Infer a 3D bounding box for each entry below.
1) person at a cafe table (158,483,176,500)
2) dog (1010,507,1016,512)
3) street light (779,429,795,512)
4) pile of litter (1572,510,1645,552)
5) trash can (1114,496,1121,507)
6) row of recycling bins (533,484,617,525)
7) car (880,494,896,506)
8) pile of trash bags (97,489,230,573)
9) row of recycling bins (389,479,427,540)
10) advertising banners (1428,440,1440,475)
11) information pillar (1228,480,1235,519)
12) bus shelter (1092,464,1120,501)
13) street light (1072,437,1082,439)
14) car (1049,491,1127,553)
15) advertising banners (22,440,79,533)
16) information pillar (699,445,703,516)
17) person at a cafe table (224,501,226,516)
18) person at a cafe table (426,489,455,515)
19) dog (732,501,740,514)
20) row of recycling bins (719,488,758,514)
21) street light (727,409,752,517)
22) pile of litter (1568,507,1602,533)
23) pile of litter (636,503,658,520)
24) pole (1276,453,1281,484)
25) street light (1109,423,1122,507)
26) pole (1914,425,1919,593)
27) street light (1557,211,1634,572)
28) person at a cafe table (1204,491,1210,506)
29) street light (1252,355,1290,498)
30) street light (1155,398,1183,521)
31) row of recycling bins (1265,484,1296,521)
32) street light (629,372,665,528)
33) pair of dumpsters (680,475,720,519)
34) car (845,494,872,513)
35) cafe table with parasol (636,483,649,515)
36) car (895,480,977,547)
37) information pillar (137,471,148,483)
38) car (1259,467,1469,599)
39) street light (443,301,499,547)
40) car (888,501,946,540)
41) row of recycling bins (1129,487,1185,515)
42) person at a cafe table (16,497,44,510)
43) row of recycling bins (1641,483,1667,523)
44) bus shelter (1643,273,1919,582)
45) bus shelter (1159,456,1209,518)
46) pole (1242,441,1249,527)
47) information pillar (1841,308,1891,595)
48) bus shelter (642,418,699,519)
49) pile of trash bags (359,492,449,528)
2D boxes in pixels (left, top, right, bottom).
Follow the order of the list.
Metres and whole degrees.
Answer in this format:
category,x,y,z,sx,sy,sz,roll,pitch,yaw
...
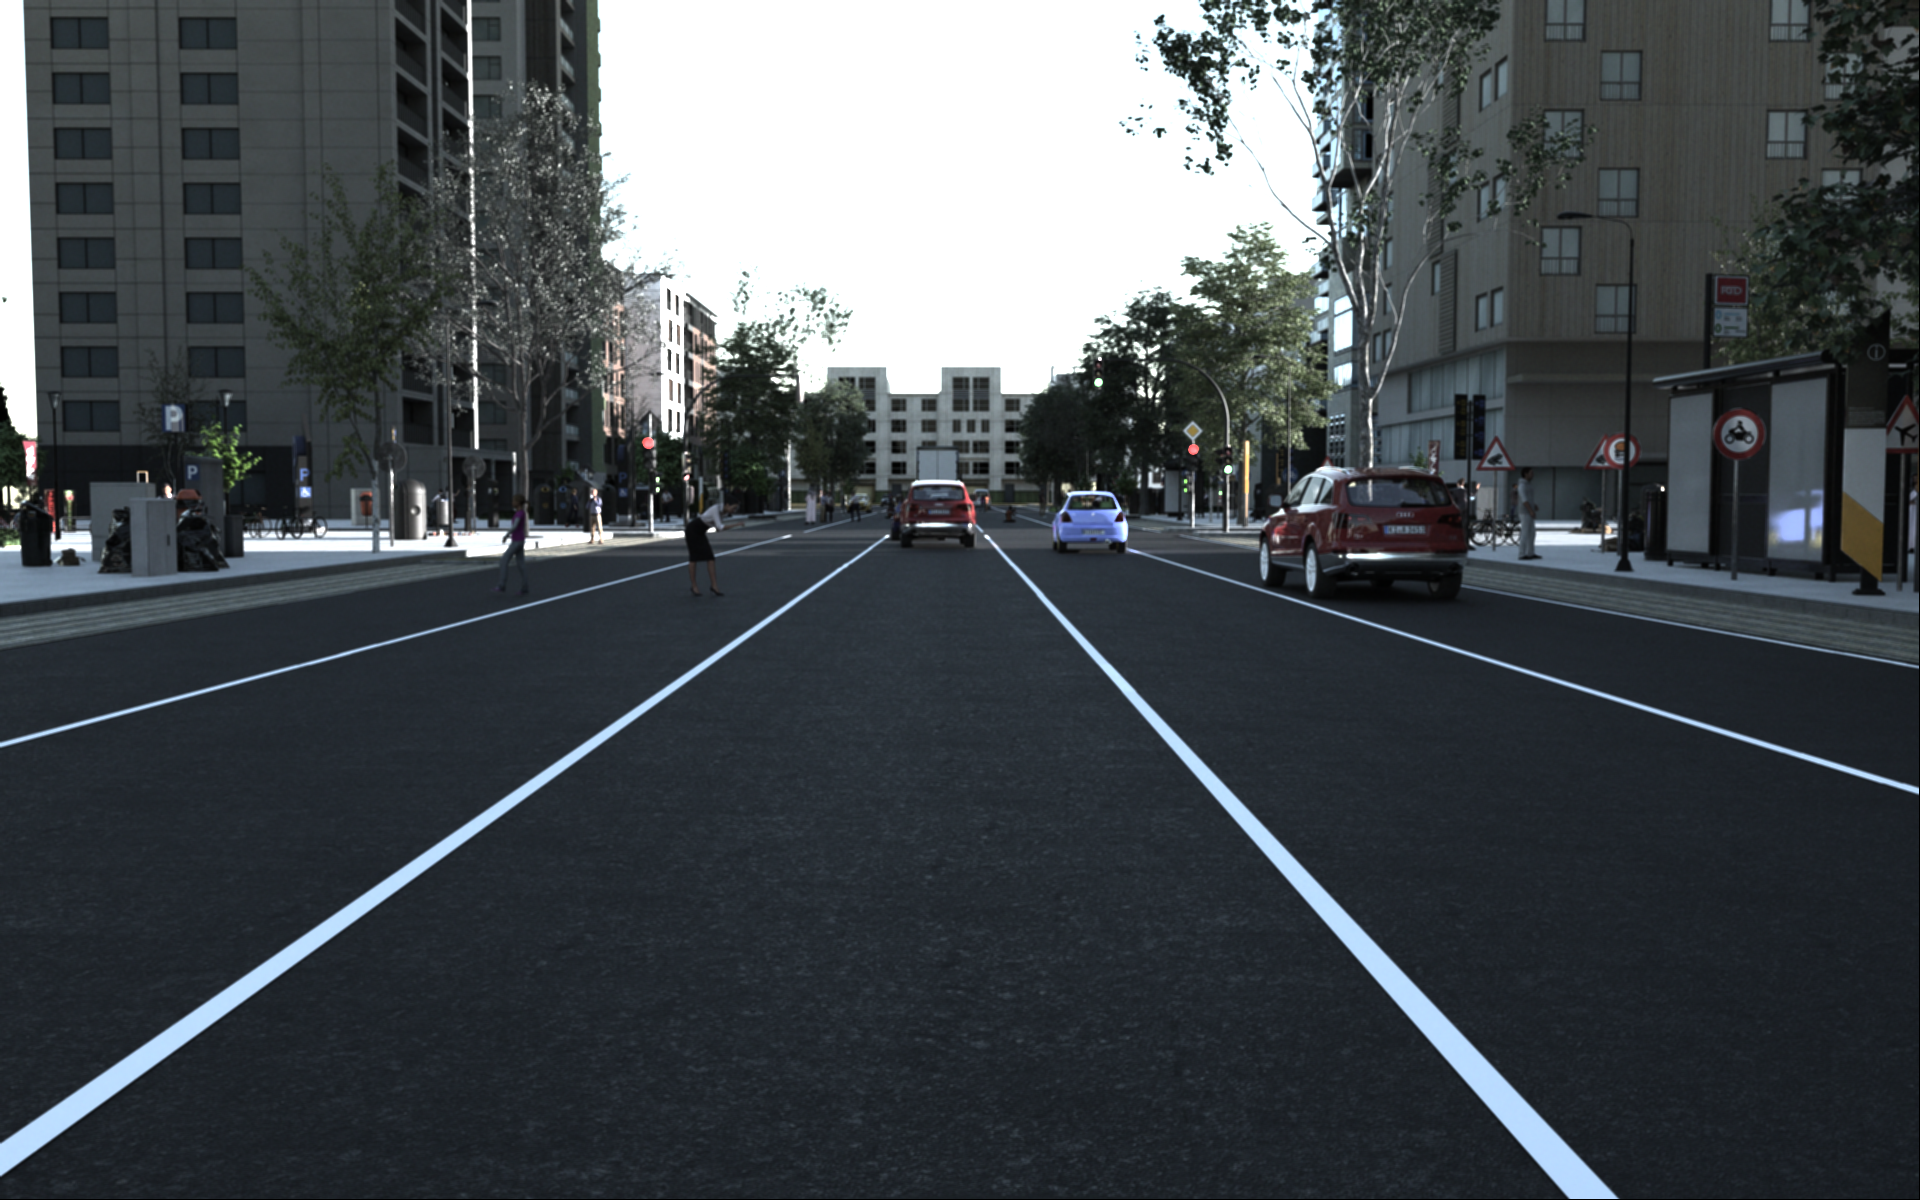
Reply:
category,x,y,z,sx,sy,sz,roll,pitch,yaw
person at a cafe table,-17.914,-1.864,38.985,1.698,1.524,1.622,-1,4,-16
dog,4.223,-7.174,137.483,0.550,0.427,0.748,-2,4,-27
street light,-12.311,-9.263,123.994,1.470,5.913,1.316,0,4,0
pile of litter,14.882,-1.520,38.810,1.719,0.858,1.176,-1,4,-11
trash can,11.088,-6.770,122.345,0.748,1.137,0.748,0,3,0
row of recycling bins,-16.010,-3.972,72.047,3.534,1.692,1.069,0,4,4
car,-8.319,-11.706,201.181,2.009,1.686,4.222,0,4,-2
pile of trash bags,-13.532,-1.223,29.748,1.912,1.369,3.447,-1,4,-14
row of recycling bins,-15.878,-2.616,49.891,1.069,1.692,3.534,-1,4,-21
advertising banners,15.022,-3.721,57.021,0.090,3.025,2.074,-2,4,-30
information pillar,14.193,-5.267,90.600,0.304,2.012,0.304,3,4,38
bus shelter,11.592,-8.938,137.424,1.731,3.624,6.357,0,4,0
street light,9.827,-10.328,141.399,1.470,5.913,1.316,0,4,0
car,3.213,-2.068,43.400,1.945,1.707,3.694,0,3,0
advertising banners,-30.141,-3.744,57.404,0.090,3.025,2.074,1,4,21
information pillar,-12.429,-5.608,83.047,0.183,3.616,0.504,-1,4,-21
person at a cafe table,-23.806,-2.805,54.384,1.698,1.524,1.622,3,4,36
person at a cafe table,-24.023,-4.345,79.558,1.622,1.524,1.698,3,5,40
dog,-14.264,-5.806,109.306,0.800,0.831,0.513,0,4,-6
row of recycling bins,-14.763,-6.372,111.295,3.534,1.692,1.069,-2,4,-26
street light,-12.113,-7.491,95.011,1.470,5.913,1.316,0,4,0
pile of litter,20.709,-2.594,56.374,1.176,0.858,1.719,-2,4,-33
pile of litter,-15.633,-4.344,84.982,1.719,0.858,1.176,-1,4,-22
pole,15.805,-5.636,85.996,0.158,3.312,0.155,0,3,0
street light,9.964,-8.562,112.524,1.470,5.913,1.316,0,4,0
pole,12.561,-1.753,22.512,0.158,3.312,0.155,0,3,0
street light,10.507,-3.431,28.632,1.470,5.913,1.316,0,4,0
person at a cafe table,17.409,-7.151,125.431,1.622,1.524,1.698,-1,4,-15
street light,10.446,-5.223,57.938,1.470,5.913,1.316,0,4,0
street light,10.099,-6.796,83.650,1.470,5.913,1.316,0,4,0
row of recycling bins,13.271,-3.794,69.144,1.069,1.692,3.534,-1,4,-19
street light,-11.930,-5.720,66.064,1.470,5.913,1.316,0,4,0
pair of dumpsters,-13.374,-5.282,88.849,1.574,2.255,4.437,0,4,0
car,-7.674,-7.450,132.028,2.015,1.641,3.980,0,4,1
cafe table with parasol,-18.845,-5.939,101.970,2.610,1.966,2.610,2,4,34
car,-0.649,-2.409,48.060,2.281,1.827,5.304,0,4,-2
information pillar,-26.510,-3.163,56.205,0.304,2.012,0.304,-2,4,-24
car,5.772,-1.017,25.297,2.281,1.827,5.304,0,4,-2
street light,-11.779,-4.233,41.759,1.470,5.913,1.316,0,4,0
car,-1.316,-2.594,54.986,1.945,1.354,3.894,0,4,-2
row of recycling bins,12.336,-6.194,108.384,3.534,1.692,1.069,-1,4,-9
person at a cafe table,-45.503,-4.715,85.602,1.698,1.524,1.622,3,5,44
row of recycling bins,28.031,-3.709,67.751,3.534,1.692,1.069,-2,4,-26
bus shelter,13.421,-3.160,29.290,2.179,5.291,8.768,0,4,0
bus shelter,12.273,-6.187,95.073,2.014,3.302,5.546,0,4,-1
pole,11.001,-4.457,66.710,0.158,3.312,0.155,0,3,0
information pillar,11.480,-1.871,21.944,0.504,3.616,0.183,1,4,15
bus shelter,-15.718,-7.130,94.211,2.179,5.291,8.768,0,4,0
pile of trash bags,-21.123,-3.442,66.033,3.447,1.369,1.912,-1,4,-10
